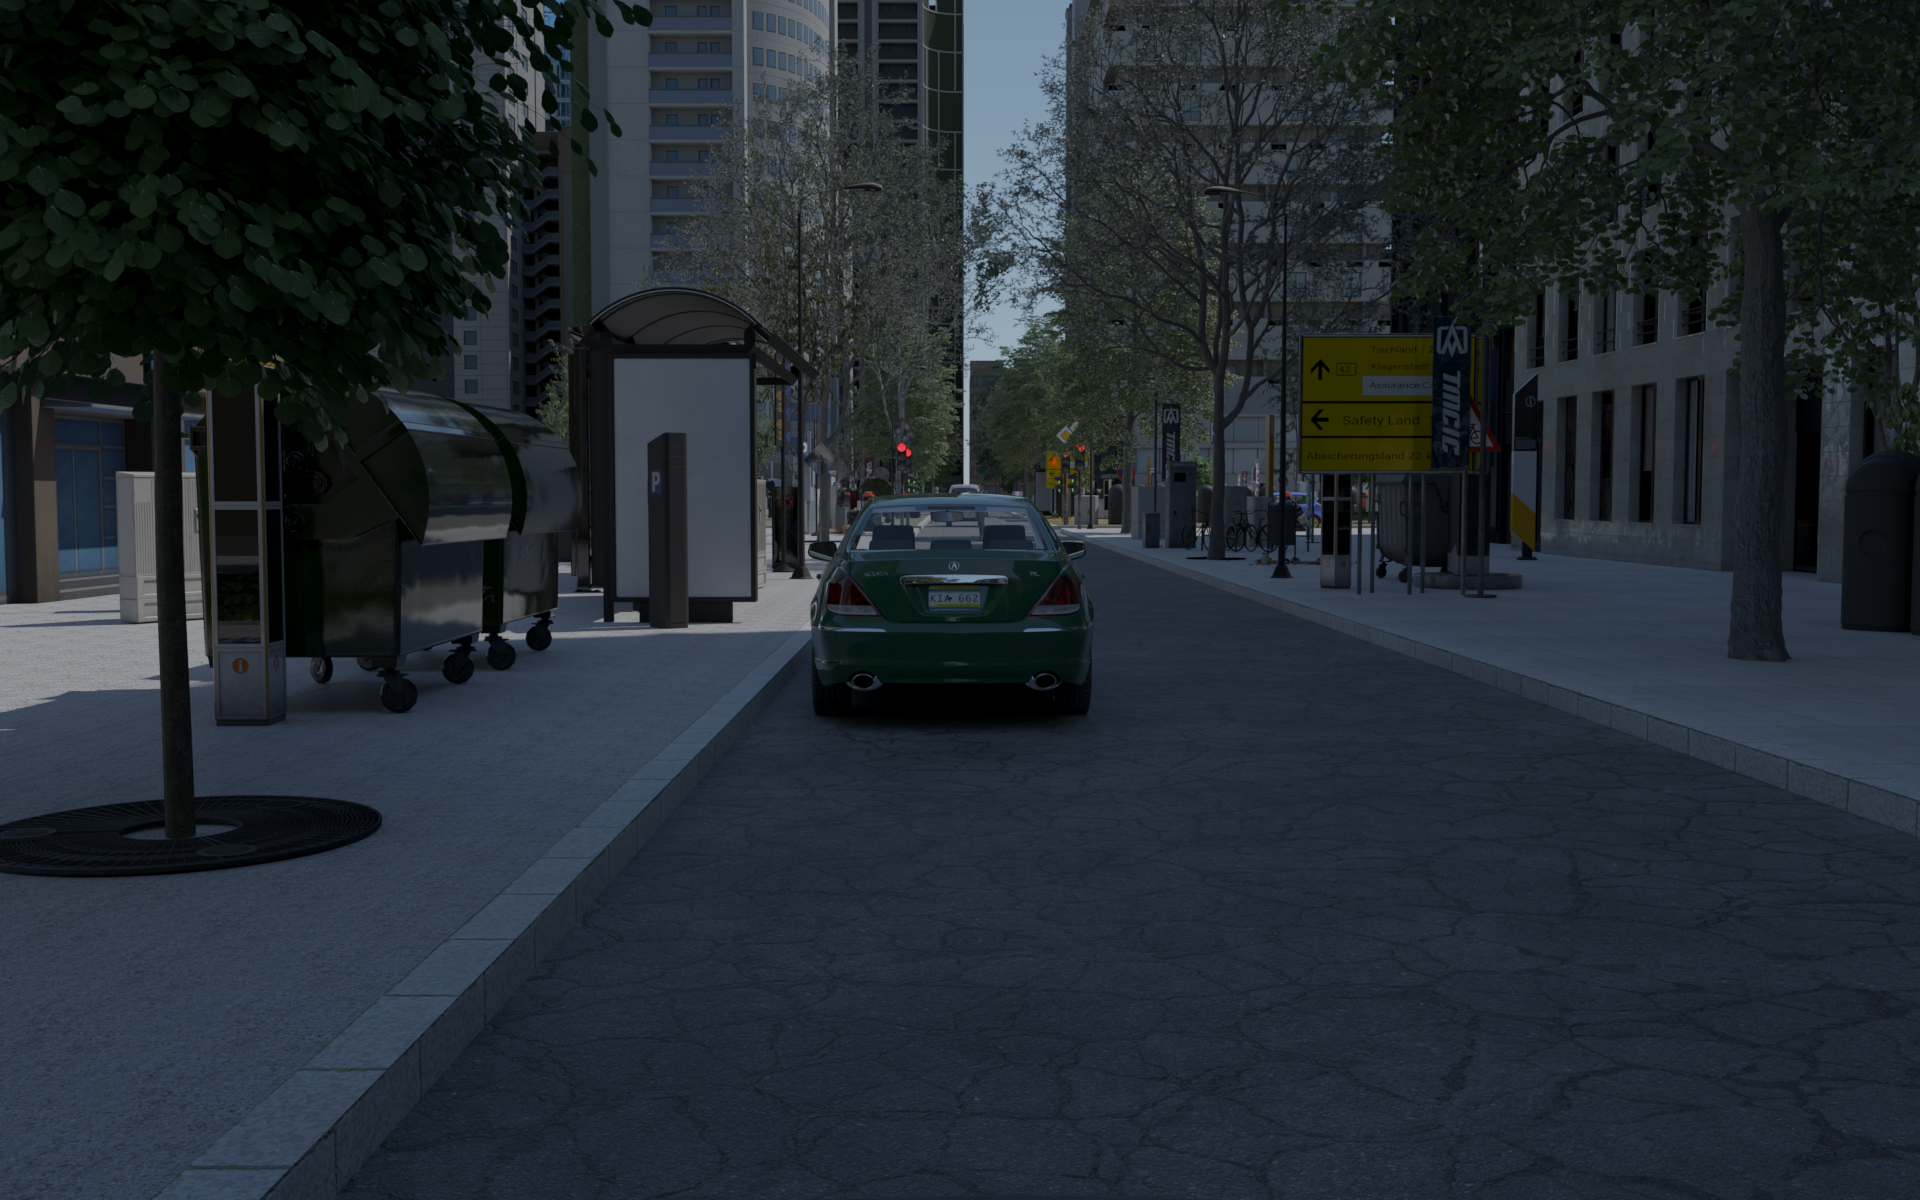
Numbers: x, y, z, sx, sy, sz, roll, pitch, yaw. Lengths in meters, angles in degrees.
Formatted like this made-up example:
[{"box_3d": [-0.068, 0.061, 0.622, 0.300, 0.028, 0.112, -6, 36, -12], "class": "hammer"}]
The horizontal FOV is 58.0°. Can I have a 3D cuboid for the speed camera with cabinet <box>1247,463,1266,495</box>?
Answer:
[{"box_3d": [18.955, -7.157, 111.355, 2.038, 3.252, 0.660, 3, 4, 38], "class": "speed camera with cabinet"}]

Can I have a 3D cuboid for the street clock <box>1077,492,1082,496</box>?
[{"box_3d": [5.684, -4.738, 82.038, 0.358, 2.002, 0.471, 0, 4, 0], "class": "street clock"}]

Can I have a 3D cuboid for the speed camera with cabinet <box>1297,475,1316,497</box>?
[{"box_3d": [25.925, -8.291, 129.886, 0.660, 3.252, 2.038, -1, 4, -23], "class": "speed camera with cabinet"}]

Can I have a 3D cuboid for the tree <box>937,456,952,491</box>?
[{"box_3d": [-3.140, -15.991, 211.820, 4.360, 8.622, 3.978, 0, 3, 0], "class": "tree"}]

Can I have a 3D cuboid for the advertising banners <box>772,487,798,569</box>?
[{"box_3d": [-3.709, -2.037, 29.500, 2.074, 3.025, 0.090, -1, 4, -11], "class": "advertising banners"}]

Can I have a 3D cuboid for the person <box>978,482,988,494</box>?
[{"box_3d": [0.579, -2.684, 52.664, 0.520, 1.790, 0.573, 3, 4, 37], "class": "person"}]

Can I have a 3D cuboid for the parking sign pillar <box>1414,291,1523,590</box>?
[{"box_3d": [6.993, -2.157, 23.738, 1.447, 3.967, 1.447, 1, 4, 10], "class": "parking sign pillar"}]

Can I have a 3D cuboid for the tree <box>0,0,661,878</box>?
[{"box_3d": [-2.842, -1.387, 6.384, 4.285, 4.588, 4.351, 0, 3, 0], "class": "tree"}]

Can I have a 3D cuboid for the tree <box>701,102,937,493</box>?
[{"box_3d": [-3.122, -5.084, 33.487, 4.360, 8.622, 3.978, 0, 3, 0], "class": "tree"}]

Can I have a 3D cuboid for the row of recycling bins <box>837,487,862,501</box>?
[{"box_3d": [-6.993, -6.172, 108.032, 1.069, 1.692, 3.534, -3, 4, -36], "class": "row of recycling bins"}]

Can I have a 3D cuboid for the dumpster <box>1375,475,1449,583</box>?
[{"box_3d": [6.923, -1.215, 25.616, 1.264, 1.857, 1.865, 0, 4, 0], "class": "dumpster"}]

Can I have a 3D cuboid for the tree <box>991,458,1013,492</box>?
[{"box_3d": [5.067, -15.483, 203.511, 4.360, 8.622, 3.978, 0, 3, 0], "class": "tree"}]

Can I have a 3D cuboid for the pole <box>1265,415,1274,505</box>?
[{"box_3d": [7.990, -3.110, 44.695, 0.158, 3.312, 0.155, 0, 3, 0], "class": "pole"}]

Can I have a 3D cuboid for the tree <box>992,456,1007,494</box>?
[{"box_3d": [4.654, -14.258, 183.487, 4.737, 8.622, 4.395, 0, 3, 0], "class": "tree"}]

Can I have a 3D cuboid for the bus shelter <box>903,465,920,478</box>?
[{"box_3d": [-4.023, -8.901, 136.814, 1.731, 3.624, 6.357, 0, 4, 0], "class": "bus shelter"}]

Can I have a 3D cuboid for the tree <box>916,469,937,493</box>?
[{"box_3d": [-3.755, -10.977, 163.190, 4.285, 4.588, 4.351, 0, 3, 0], "class": "tree"}]

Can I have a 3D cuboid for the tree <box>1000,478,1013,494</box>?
[{"box_3d": [5.196, -11.137, 176.698, 1.663, 3.219, 1.824, 0, 3, 0], "class": "tree"}]

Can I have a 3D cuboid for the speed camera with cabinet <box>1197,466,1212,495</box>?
[{"box_3d": [17.256, -7.932, 124.021, 2.038, 3.252, 0.660, 3, 4, 37], "class": "speed camera with cabinet"}]

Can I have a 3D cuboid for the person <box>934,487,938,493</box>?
[{"box_3d": [-1.110, -4.715, 86.081, 0.782, 1.767, 0.515, -1, 4, -9], "class": "person"}]

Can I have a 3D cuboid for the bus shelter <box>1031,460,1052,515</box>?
[{"box_3d": [5.295, -6.628, 102.296, 2.014, 3.302, 5.546, 0, 4, 0], "class": "bus shelter"}]

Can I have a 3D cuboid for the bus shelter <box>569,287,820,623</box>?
[{"box_3d": [-2.814, -1.578, 19.720, 2.014, 3.302, 5.546, 0, 4, 0], "class": "bus shelter"}]

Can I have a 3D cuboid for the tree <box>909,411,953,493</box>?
[{"box_3d": [-2.972, -11.991, 146.408, 4.737, 8.622, 4.395, 0, 3, 0], "class": "tree"}]

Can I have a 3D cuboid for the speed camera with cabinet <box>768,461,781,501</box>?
[{"box_3d": [-10.800, -6.698, 103.854, 0.660, 3.252, 2.038, -2, 4, -32], "class": "speed camera with cabinet"}]

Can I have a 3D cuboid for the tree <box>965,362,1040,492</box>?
[{"box_3d": [5.347, -15.805, 165.060, 9.857, 13.997, 8.962, 0, 3, 0], "class": "tree"}]

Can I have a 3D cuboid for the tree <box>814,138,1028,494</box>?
[{"box_3d": [-2.421, -14.333, 90.231, 12.611, 20.169, 13.585, 0, 3, 0], "class": "tree"}]

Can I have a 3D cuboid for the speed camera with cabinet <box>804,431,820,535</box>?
[{"box_3d": [-4.851, -3.718, 55.121, 0.660, 3.252, 2.038, 0, 4, 5], "class": "speed camera with cabinet"}]

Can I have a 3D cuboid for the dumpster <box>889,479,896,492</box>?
[{"box_3d": [-4.800, -6.838, 114.297, 1.502, 2.255, 1.985, 0, 4, 0], "class": "dumpster"}]

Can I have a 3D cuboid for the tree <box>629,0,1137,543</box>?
[{"box_3d": [-3.513, -8.280, 45.754, 12.009, 13.543, 11.850, 0, 3, 0], "class": "tree"}]

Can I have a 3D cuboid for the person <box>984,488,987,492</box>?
[{"box_3d": [1.732, -6.307, 111.811, 0.583, 1.804, 0.606, 0, 4, 7], "class": "person"}]

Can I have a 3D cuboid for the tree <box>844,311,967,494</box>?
[{"box_3d": [-3.346, -11.447, 105.281, 7.486, 12.596, 7.792, 0, 3, 0], "class": "tree"}]

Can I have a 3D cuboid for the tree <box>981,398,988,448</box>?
[{"box_3d": [5.301, -11.741, 110.086, 7.486, 12.596, 7.792, 0, 3, 0], "class": "tree"}]

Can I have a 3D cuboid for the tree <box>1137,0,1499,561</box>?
[{"box_3d": [5.148, -7.531, 33.503, 12.009, 13.543, 11.850, 0, 3, 0], "class": "tree"}]

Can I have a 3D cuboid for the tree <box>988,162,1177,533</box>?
[{"box_3d": [5.875, -8.497, 57.055, 7.486, 12.596, 7.792, 0, 3, 0], "class": "tree"}]

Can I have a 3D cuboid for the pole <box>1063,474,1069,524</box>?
[{"box_3d": [4.507, -4.876, 73.562, 0.158, 3.312, 0.155, 0, 3, 0], "class": "pole"}]

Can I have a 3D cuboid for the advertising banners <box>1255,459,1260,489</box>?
[{"box_3d": [15.155, -5.522, 86.472, 0.090, 3.025, 2.074, 2, 4, 35], "class": "advertising banners"}]

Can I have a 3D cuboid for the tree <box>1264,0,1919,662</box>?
[{"box_3d": [5.798, -5.805, 13.034, 7.486, 12.596, 7.792, 0, 3, 0], "class": "tree"}]

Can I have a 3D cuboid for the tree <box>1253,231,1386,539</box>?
[{"box_3d": [10.043, -6.039, 49.107, 4.360, 8.622, 3.978, 0, 3, 0], "class": "tree"}]

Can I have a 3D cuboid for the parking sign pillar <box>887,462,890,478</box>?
[{"box_3d": [-5.990, -9.090, 137.093, 1.447, 3.967, 1.447, 0, 4, -7], "class": "parking sign pillar"}]

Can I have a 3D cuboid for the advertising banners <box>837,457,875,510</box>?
[{"box_3d": [-5.057, -5.300, 82.839, 2.074, 3.025, 0.090, 1, 4, 13], "class": "advertising banners"}]

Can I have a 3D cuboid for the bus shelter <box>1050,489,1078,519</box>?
[{"box_3d": [5.887, -7.156, 94.628, 2.179, 5.291, 8.768, 0, 3, 0], "class": "bus shelter"}]

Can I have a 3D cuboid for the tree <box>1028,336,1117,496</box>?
[{"box_3d": [5.271, -7.739, 76.891, 4.737, 8.622, 4.395, 0, 3, 0], "class": "tree"}]

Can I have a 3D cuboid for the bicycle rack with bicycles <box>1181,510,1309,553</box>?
[{"box_3d": [6.567, -1.562, 38.915, 2.852, 0.926, 2.925, -1, 4, -15], "class": "bicycle rack with bicycles"}]

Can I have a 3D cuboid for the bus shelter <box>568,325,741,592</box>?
[{"box_3d": [-4.276, -2.103, 25.660, 1.731, 3.624, 6.357, 0, 4, 0], "class": "bus shelter"}]

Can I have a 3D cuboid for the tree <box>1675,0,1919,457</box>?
[{"box_3d": [10.542, -4.252, 19.880, 4.737, 8.622, 4.395, 0, 3, 0], "class": "tree"}]

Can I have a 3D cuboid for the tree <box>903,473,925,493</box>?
[{"box_3d": [-3.239, -7.770, 121.641, 1.663, 3.219, 1.824, 0, 3, 0], "class": "tree"}]

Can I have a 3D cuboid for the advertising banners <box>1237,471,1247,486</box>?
[{"box_3d": [21.220, -8.338, 132.516, 0.090, 3.025, 2.074, -3, 4, -37], "class": "advertising banners"}]

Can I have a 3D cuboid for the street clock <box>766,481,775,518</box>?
[{"box_3d": [-10.125, -5.380, 92.533, 0.358, 2.002, 0.471, 3, 4, 37], "class": "street clock"}]

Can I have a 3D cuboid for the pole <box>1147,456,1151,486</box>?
[{"box_3d": [10.143, -6.066, 93.029, 0.158, 3.312, 0.155, 0, 3, 0], "class": "pole"}]
